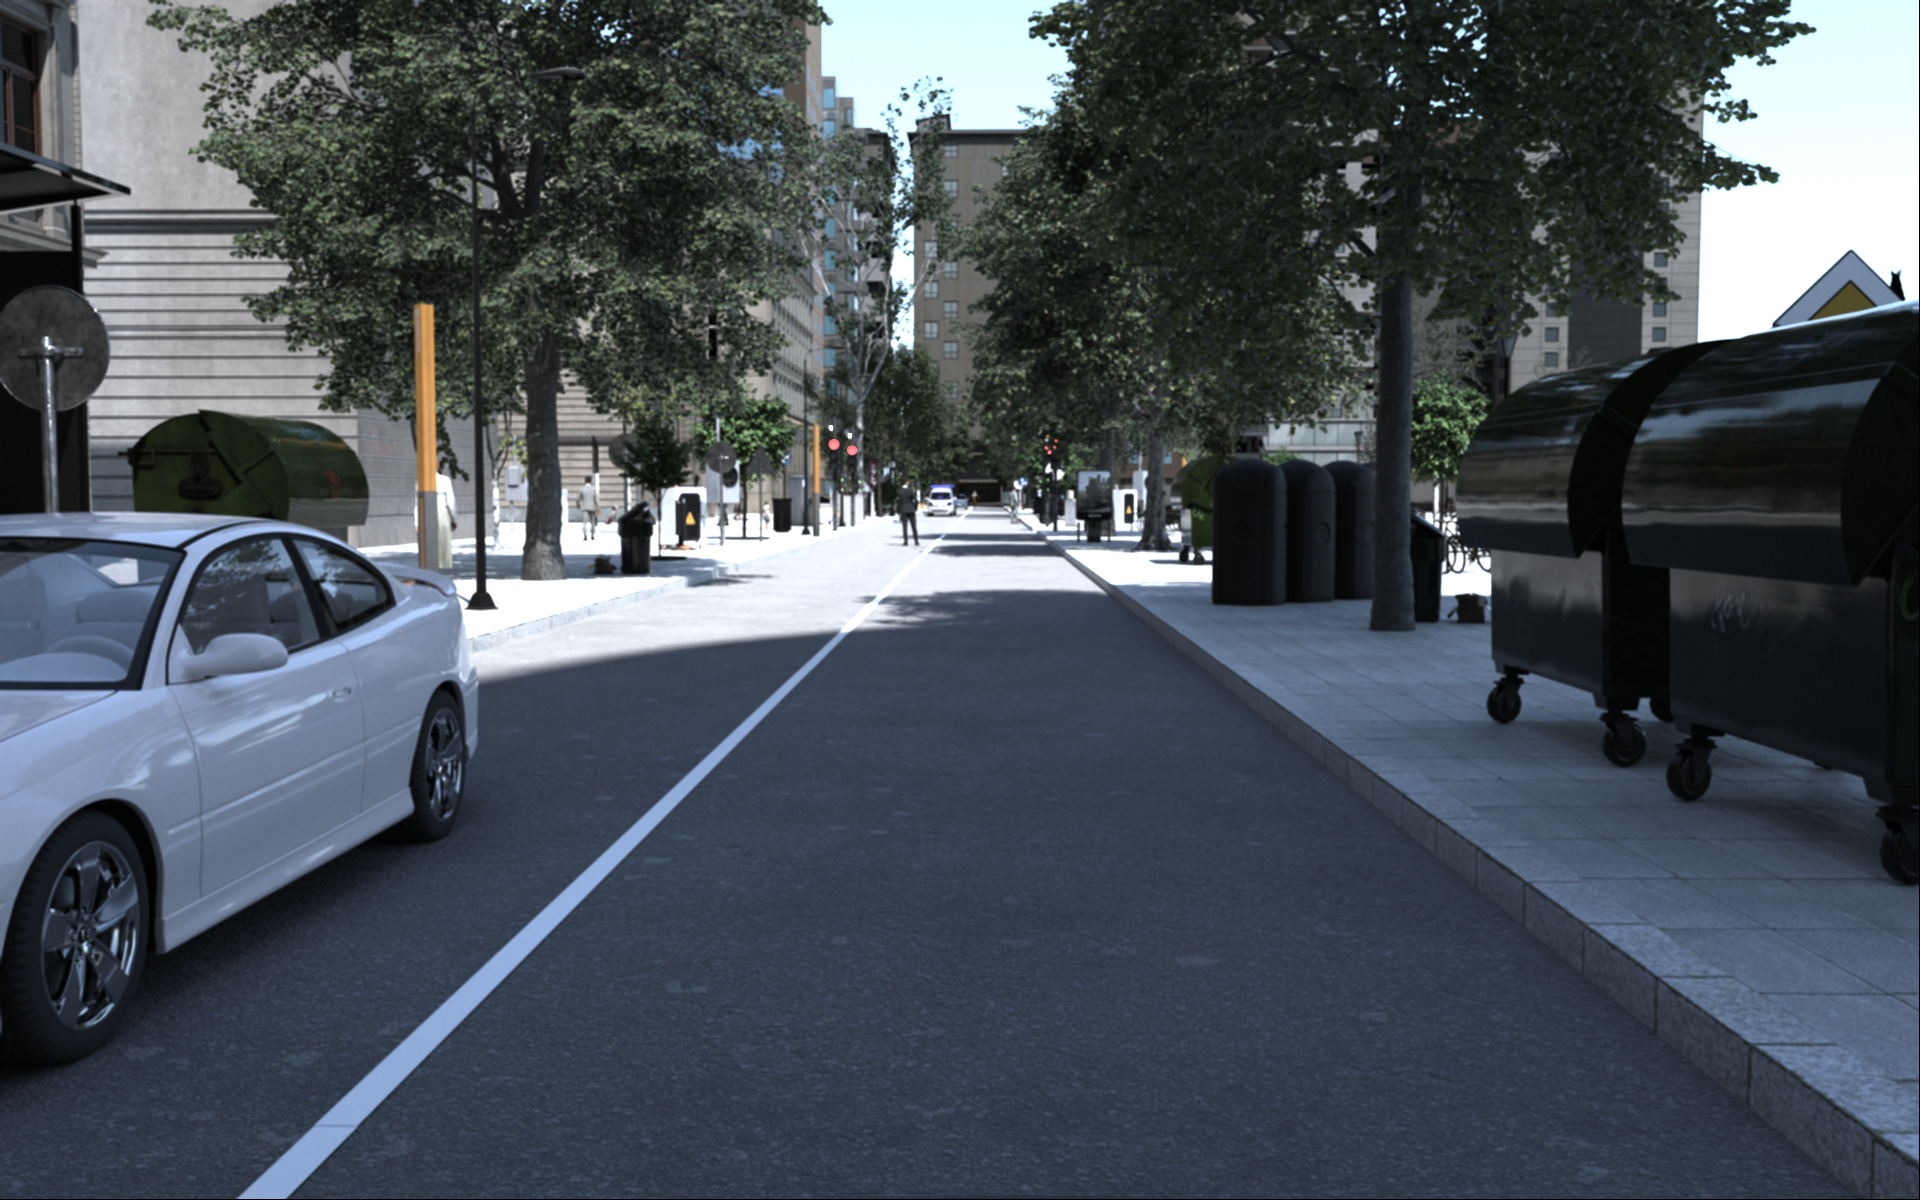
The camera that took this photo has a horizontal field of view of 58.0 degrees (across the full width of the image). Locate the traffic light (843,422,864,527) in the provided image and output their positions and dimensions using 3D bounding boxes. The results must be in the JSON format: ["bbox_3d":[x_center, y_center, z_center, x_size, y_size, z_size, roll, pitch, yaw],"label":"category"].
[{"bbox_3d":[-4.171,-4.815,67.645,0.839,4.253,0.868,0,4,1],"label":"traffic light"}]

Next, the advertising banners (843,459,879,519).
[{"bbox_3d":[-5.057,-5.612,87.949,2.074,3.025,0.090,2,4,24],"label":"advertising banners"}]

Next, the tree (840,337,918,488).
[{"bbox_3d":[-4.031,-12.821,126.630,9.611,12.733,9.660,0,3,0],"label":"tree"}]

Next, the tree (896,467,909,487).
[{"bbox_3d":[-4.284,-7.571,118.388,1.663,3.219,1.824,0,3,0],"label":"tree"}]

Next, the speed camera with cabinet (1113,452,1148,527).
[{"bbox_3d":[6.759,-4.496,67.841,0.660,3.252,2.038,3,5,44],"label":"speed camera with cabinet"}]

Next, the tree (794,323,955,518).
[{"bbox_3d":[-4.588,-9.787,94.424,7.601,10.594,8.767,2,4,34],"label":"tree"}]

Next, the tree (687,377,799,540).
[{"bbox_3d":[-6.149,-3.985,48.875,4.285,4.588,4.351,0,3,0],"label":"tree"}]

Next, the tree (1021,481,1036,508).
[{"bbox_3d":[6.411,-10.669,169.038,1.663,3.219,1.824,0,3,0],"label":"tree"}]

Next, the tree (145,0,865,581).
[{"bbox_3d":[-6.321,-7.265,25.431,9.857,13.997,8.962,0,3,0],"label":"tree"}]

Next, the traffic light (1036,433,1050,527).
[{"bbox_3d":[3.390,-4.809,67.546,0.839,4.253,0.868,0,4,1],"label":"traffic light"}]

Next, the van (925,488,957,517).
[{"bbox_3d":[-1.196,-6.373,111.207,2.013,2.044,4.112,0,4,2],"label":"van"}]

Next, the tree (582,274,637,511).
[{"bbox_3d":[-10.528,-5.400,38.651,4.737,8.622,4.395,0,3,0],"label":"tree"}]

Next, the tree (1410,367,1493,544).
[{"bbox_3d":[12.532,-3.741,44.873,4.285,4.588,4.351,0,3,0],"label":"tree"}]

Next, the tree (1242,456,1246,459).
[{"bbox_3d":[14.564,-5.765,88.861,1.663,3.219,1.824,0,3,0],"label":"tree"}]

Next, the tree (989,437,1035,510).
[{"bbox_3d":[4.745,-11.754,142.540,4.360,8.622,3.978,0,3,0],"label":"tree"}]

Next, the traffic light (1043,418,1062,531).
[{"bbox_3d":[3.268,-4.321,59.562,0.839,4.253,0.868,0,4,1],"label":"traffic light"}]

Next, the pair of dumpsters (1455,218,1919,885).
[{"bbox_3d":[3.561,-0.314,7.629,1.574,2.255,4.437,0,4,1],"label":"pair of dumpsters"}]

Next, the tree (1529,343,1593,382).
[{"bbox_3d":[29.520,-8.208,84.571,4.360,8.622,3.978,0,3,0],"label":"tree"}]

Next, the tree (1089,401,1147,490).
[{"bbox_3d":[12.709,-11.442,137.435,4.360,8.622,3.978,0,3,0],"label":"tree"}]

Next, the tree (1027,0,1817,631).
[{"bbox_3d":[4.344,-5.965,15.661,7.486,12.596,7.792,0,3,0],"label":"tree"}]

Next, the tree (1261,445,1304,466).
[{"bbox_3d":[21.470,-8.054,115.394,4.285,4.588,4.351,0,3,0],"label":"tree"}]

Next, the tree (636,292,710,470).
[{"bbox_3d":[-10.334,-6.400,54.997,4.737,8.622,4.395,0,3,0],"label":"tree"}]

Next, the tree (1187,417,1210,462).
[{"bbox_3d":[18.935,-11.420,137.081,4.737,8.622,4.395,0,3,0],"label":"tree"}]

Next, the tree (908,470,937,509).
[{"bbox_3d":[-3.400,-10.429,154.229,4.285,4.588,4.351,0,3,0],"label":"tree"}]

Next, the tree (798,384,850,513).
[{"bbox_3d":[-8.613,-10.073,115.060,4.737,8.622,4.395,0,3,0],"label":"tree"}]

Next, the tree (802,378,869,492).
[{"bbox_3d":[-7.892,-9.703,109.000,4.360,8.622,3.978,0,3,0],"label":"tree"}]

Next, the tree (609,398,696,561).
[{"bbox_3d":[-5.982,-2.388,33.647,1.663,3.219,1.824,0,3,0],"label":"tree"}]

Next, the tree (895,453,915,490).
[{"bbox_3d":[-4.802,-11.864,144.331,4.737,8.622,4.395,0,3,0],"label":"tree"}]

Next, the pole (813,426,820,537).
[{"bbox_3d":[-4.317,-3.556,51.989,0.158,3.312,0.155,0,3,0],"label":"pole"}]

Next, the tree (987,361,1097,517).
[{"bbox_3d":[5.078,-10.453,96.656,9.928,11.665,9.643,0,3,0],"label":"tree"}]

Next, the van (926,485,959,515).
[{"bbox_3d":[-1.197,-6.925,117.604,2.240,2.365,5.245,0,4,-1],"label":"van"}]

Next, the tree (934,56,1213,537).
[{"bbox_3d":[4.474,-8.875,51.769,9.857,13.997,8.962,0,3,0],"label":"tree"}]

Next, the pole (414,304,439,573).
[{"bbox_3d":[-5.770,-1.522,18.734,0.158,3.312,0.155,0,3,0],"label":"pole"}]

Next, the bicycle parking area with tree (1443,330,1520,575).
[{"bbox_3d":[11.449,-2.548,28.661,9.016,4.147,8.231,-2,4,-27],"label":"bicycle parking area with tree"}]

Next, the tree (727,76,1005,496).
[{"bbox_3d":[-3.110,-13.545,77.353,12.611,20.169,13.585,0,3,0],"label":"tree"}]

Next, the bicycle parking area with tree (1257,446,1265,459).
[{"bbox_3d":[18.163,-7.234,105.272,9.016,4.147,8.231,2,4,24],"label":"bicycle parking area with tree"}]

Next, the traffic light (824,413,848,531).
[{"bbox_3d":[-4.292,-4.327,59.660,0.839,4.253,0.868,0,4,1],"label":"traffic light"}]

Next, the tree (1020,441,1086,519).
[{"bbox_3d":[4.770,-6.428,88.808,4.285,4.588,4.351,0,3,0],"label":"tree"}]

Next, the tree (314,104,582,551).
[{"bbox_3d":[-10.230,-5.085,33.509,4.737,8.622,4.395,0,3,0],"label":"tree"}]

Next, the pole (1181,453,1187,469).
[{"bbox_3d":[7.465,-3.907,57.721,0.158,3.312,0.155,0,3,0],"label":"pole"}]

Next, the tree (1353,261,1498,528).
[{"bbox_3d":[14.507,-6.307,53.478,4.360,8.622,3.978,0,3,0],"label":"tree"}]

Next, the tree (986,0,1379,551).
[{"bbox_3d":[4.560,-7.467,39.098,9.611,12.733,9.660,0,3,0],"label":"tree"}]
